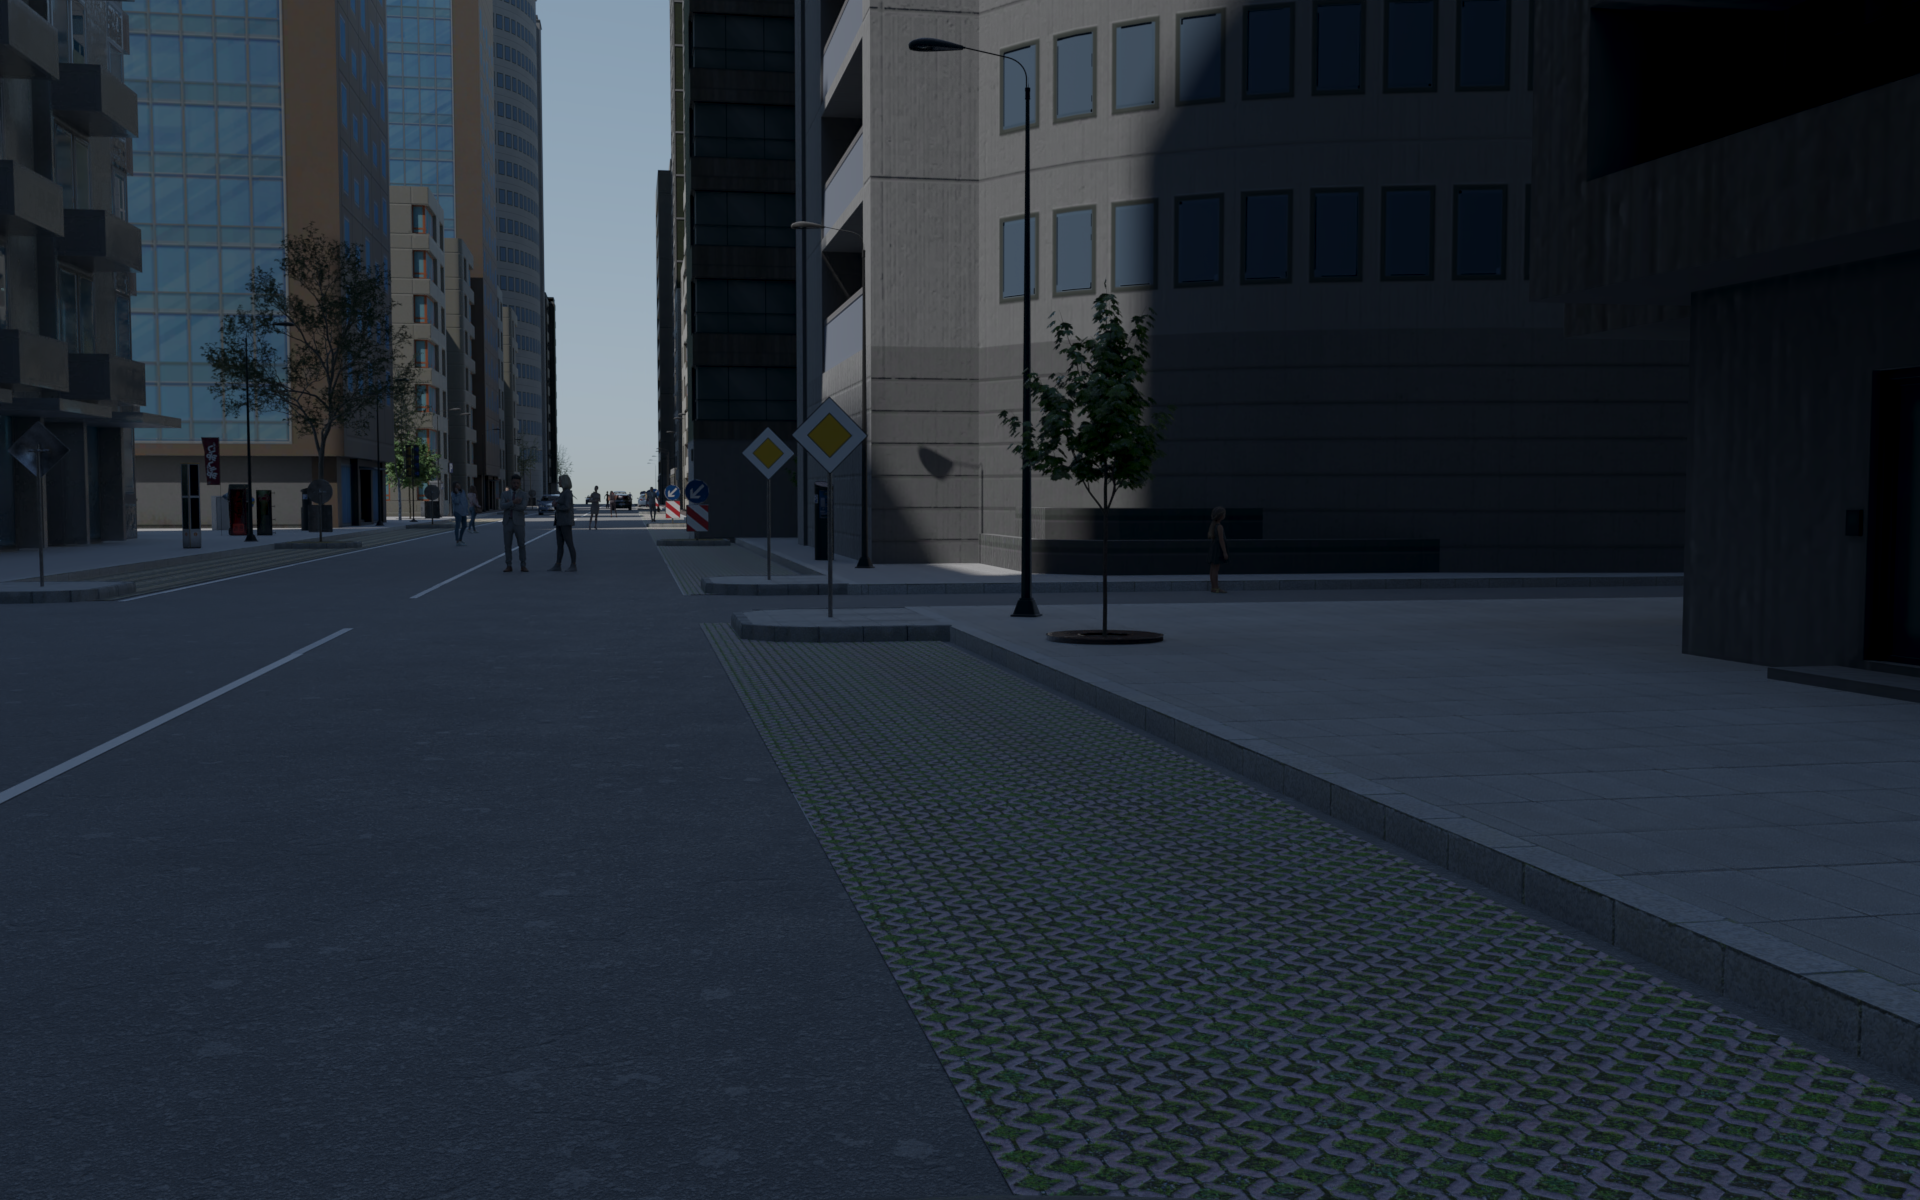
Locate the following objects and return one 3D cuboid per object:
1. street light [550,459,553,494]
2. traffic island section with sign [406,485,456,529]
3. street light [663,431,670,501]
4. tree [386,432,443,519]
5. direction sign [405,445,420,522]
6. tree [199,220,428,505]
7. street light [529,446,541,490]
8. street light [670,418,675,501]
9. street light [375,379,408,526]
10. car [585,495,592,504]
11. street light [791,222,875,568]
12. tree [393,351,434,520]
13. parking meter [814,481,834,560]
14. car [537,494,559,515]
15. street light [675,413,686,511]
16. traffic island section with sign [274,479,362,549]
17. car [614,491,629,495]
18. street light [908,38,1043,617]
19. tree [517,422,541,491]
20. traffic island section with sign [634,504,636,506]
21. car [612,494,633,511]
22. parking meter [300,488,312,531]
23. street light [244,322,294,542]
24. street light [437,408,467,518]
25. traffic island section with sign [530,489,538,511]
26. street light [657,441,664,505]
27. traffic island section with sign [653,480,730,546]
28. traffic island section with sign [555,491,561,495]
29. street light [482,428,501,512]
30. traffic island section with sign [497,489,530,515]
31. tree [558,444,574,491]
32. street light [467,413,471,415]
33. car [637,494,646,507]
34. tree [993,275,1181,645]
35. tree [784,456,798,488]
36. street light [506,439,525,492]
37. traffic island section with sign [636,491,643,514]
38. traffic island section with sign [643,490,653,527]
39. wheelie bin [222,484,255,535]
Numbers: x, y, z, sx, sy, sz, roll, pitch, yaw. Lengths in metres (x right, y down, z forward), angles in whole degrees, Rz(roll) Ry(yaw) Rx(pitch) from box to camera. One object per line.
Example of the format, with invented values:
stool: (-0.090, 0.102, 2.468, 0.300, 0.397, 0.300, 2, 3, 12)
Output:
street light: (-48.575, -14.110, 203.233, 1.470, 5.913, 1.316, -1, 4, -11)
traffic island section with sign: (-22.023, -3.898, 72.358, 1.989, 1.847, 2.006, -1, 4, -11)
street light: (-20.975, -9.520, 128.186, 1.470, 5.913, 1.316, -1, 4, -11)
tree: (-28.355, -6.445, 89.085, 4.285, 4.588, 4.351, 0, 3, 0)
direction sign: (-25.143, -5.358, 79.596, 0.379, 3.537, 0.876, 2, 4, 23)
tree: (-22.428, -7.683, 60.028, 8.767, 10.594, 7.601, 0, 4, 6)
street light: (-41.998, -12.016, 168.995, 1.470, 5.913, 1.316, -1, 4, -11)
street light: (-16.611, -8.100, 104.976, 1.470, 5.913, 1.316, -1, 4, -11)
street light: (-22.827, -5.939, 69.651, 1.470, 5.913, 1.316, -1, 4, -11)
car: (-51.939, -14.181, 244.432, 1.945, 1.354, 3.894, -1, 4, -9)
street light: (-2.184, -3.502, 29.795, 1.470, 5.913, 1.316, -1, 4, -11)
tree: (-27.445, -8.186, 84.197, 4.360, 8.622, 3.978, 0, 3, 0)
parking meter: (-2.636, -1.540, 33.592, 0.372, 1.533, 0.369, 0, 3, 0)
car: (-27.987, -6.534, 118.828, 2.014, 1.417, 4.499, -1, 4, -11)
street light: (-15.502, -7.788, 99.876, 1.470, 5.913, 1.316, -1, 4, -11)
traffic island section with sign: (-16.964, -2.278, 45.880, 1.989, 1.847, 2.006, -1, 4, -11)
car: (-40.991, -12.226, 208.575, 2.281, 1.827, 5.304, -1, 4, -12)
street light: (0.164, -2.775, 17.908, 1.470, 5.913, 1.316, -1, 4, -11)
tree: (-43.723, -13.527, 171.527, 4.360, 8.622, 3.978, 0, 3, 0)
traffic island section with sign: (-27.060, -8.683, 150.588, 1.989, 1.847, 2.006, -1, 4, -11)
car: (-29.805, -8.727, 152.479, 2.009, 1.686, 4.222, -1, 4, -12)
parking meter: (-22.895, -3.197, 60.675, 0.372, 1.533, 0.369, 0, 3, 0)
street light: (-18.634, -4.538, 46.741, 1.470, 5.913, 1.316, -1, 4, -11)
street light: (-27.680, -7.412, 93.724, 1.470, 5.913, 1.316, -1, 4, -11)
traffic island section with sign: (-36.667, -8.571, 148.764, 1.989, 1.847, 2.006, -1, 4, -11)
street light: (-25.533, -10.958, 151.708, 1.470, 5.913, 1.316, -1, 4, -11)
traffic island section with sign: (-7.464, -2.425, 48.281, 1.989, 1.847, 2.006, -1, 4, -11)
traffic island section with sign: (-47.130, -11.910, 203.352, 1.989, 1.847, 2.006, -1, 4, -11)
street light: (-33.174, -9.175, 122.553, 1.470, 5.913, 1.316, -1, 4, -11)
traffic island section with sign: (-31.547, -6.938, 122.070, 1.989, 1.847, 2.006, -1, 4, -11)
tree: (-58.989, -18.610, 254.636, 4.360, 8.622, 3.978, 0, 3, 0)
street light: (-28.681, -7.745, 99.172, 1.470, 5.913, 1.316, -1, 4, -11)
car: (-34.259, -10.832, 189.105, 2.014, 1.417, 4.499, -1, 4, -12)
tree: (1.366, -1.262, 15.239, 1.663, 3.219, 1.824, 0, 3, 0)
tree: (-3.926, -3.337, 49.161, 1.663, 3.219, 1.824, 0, 3, 0)
street light: (-37.487, -10.575, 145.440, 1.470, 5.913, 1.316, -1, 4, -11)
traffic island section with sign: (-21.995, -7.062, 124.097, 1.989, 1.847, 2.006, -1, 4, -11)
traffic island section with sign: (-12.531, -4.045, 74.758, 1.989, 1.847, 2.006, -1, 4, -11)
wheelie bin: (-22.557, -2.832, 54.212, 0.980, 1.594, 0.693, -1, 4, -13)
